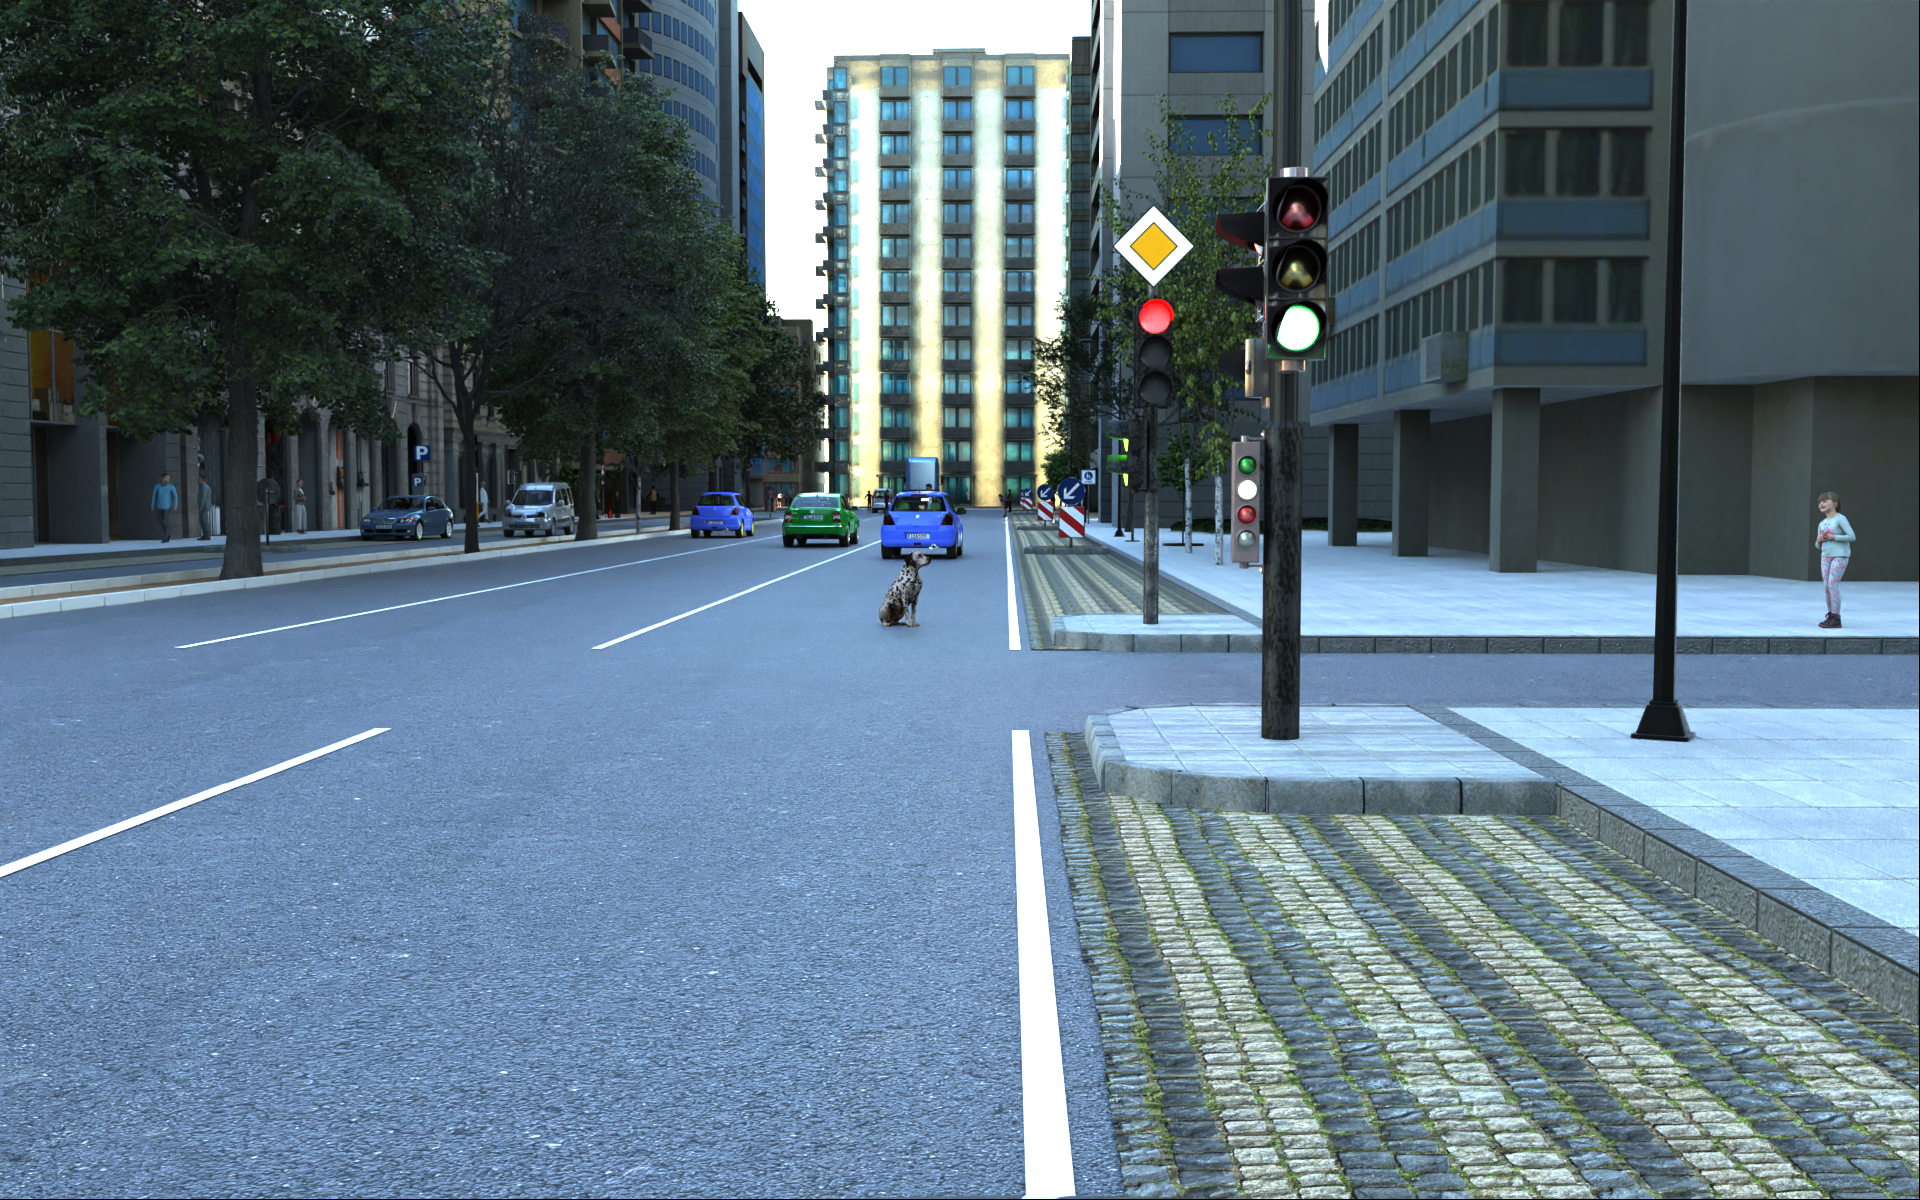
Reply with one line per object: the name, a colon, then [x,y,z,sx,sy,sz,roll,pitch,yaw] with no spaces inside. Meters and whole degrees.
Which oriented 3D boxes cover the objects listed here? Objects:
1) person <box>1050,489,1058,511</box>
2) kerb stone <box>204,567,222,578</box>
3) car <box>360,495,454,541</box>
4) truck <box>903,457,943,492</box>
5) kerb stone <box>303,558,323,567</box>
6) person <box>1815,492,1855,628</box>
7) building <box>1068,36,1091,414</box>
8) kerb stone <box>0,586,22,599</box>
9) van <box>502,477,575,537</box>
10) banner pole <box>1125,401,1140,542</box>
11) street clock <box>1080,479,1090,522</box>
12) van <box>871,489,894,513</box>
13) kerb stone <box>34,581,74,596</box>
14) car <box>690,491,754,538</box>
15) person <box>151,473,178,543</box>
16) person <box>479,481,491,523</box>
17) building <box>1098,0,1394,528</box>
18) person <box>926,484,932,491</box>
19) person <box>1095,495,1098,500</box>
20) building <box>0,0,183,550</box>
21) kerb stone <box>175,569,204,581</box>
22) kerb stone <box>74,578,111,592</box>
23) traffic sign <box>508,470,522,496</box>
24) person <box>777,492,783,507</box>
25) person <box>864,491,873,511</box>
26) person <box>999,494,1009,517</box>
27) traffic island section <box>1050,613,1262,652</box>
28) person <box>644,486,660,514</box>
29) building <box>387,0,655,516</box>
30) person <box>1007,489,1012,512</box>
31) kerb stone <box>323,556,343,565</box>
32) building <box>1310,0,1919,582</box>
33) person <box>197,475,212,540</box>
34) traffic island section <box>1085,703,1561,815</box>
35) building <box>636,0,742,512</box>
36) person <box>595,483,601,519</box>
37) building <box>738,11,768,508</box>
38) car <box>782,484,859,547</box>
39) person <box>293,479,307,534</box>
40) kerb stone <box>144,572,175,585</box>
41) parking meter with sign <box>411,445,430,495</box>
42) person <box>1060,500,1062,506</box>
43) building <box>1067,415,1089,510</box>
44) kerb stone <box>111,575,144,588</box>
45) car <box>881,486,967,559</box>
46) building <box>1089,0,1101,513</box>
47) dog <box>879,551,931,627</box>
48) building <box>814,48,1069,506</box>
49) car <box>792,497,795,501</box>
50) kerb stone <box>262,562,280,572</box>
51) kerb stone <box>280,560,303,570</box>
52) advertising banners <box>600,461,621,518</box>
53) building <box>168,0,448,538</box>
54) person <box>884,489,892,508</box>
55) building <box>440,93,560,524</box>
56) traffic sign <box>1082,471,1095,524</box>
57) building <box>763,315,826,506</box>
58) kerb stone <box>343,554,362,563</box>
person: [6.969,-7.546,130.131,1.217,1.735,0.721,-1,4,-10]
kerb stone: [-12.874,-0.466,29.820,0.120,0.150,1.000,0,4,1]
car: [-17.267,-2.585,54.262,2.014,1.417,4.499,0,4,2]
truck: [-2.784,-7.936,119.517,2.967,4.110,18.799,0,4,1]
kerb stone: [-12.773,-0.715,33.911,0.120,0.150,1.000,0,4,1]
person: [8.384,-0.387,16.654,0.394,1.301,0.425,-2,4,-33]
building: [16.899,-29.047,158.521,14.154,41.232,14.086,0,4,1]
kerb stone: [-13.036,-0.091,23.684,0.120,0.150,1.000,0,4,1]
van: [-14.329,-3.177,58.950,2.013,2.044,4.112,0,4,1]
banner pole: [4.672,-3.450,46.430,0.401,3.779,0.863,0,4,-3]
street clock: [5.598,-4.503,78.186,0.471,2.002,0.358,1,4,21]
van: [-5.794,-7.640,131.922,2.013,2.044,4.112,0,4,1]
kerb stone: [-13.006,-0.154,24.705,0.120,0.150,1.000,0,4,1]
car: [-7.879,-2.941,57.678,1.945,1.707,3.694,0,4,1]
person: [-20.873,-2.426,45.575,0.638,1.841,0.748,0,4,6]
person: [-20.830,-4.258,75.542,0.818,1.842,0.514,-2,4,-28]
building: [16.774,-32.707,76.758,21.231,58.520,28.212,0,4,1]
person: [-0.957,-2.978,57.536,0.623,1.781,0.721,0,4,4]
person: [8.242,-5.610,97.774,1.348,1.824,0.705,-1,4,-9]
building: [-27.761,-15.662,33.560,11.434,29.767,29.804,0,4,1]
kerb stone: [-12.899,-0.402,28.798,0.120,0.150,1.000,0,4,1]
kerb stone: [-12.975,-0.216,25.727,0.120,0.150,1.000,0,4,1]
traffic sign: [-18.612,-4.298,72.406,0.606,2.300,0.079,0,4,6]
person: [-17.471,-9.717,168.105,0.799,1.438,0.628,2,4,28]
person: [-7.835,-8.641,150.604,1.217,1.723,0.721,2,4,34]
person: [2.727,-5.889,108.011,0.697,1.427,0.421,-2,4,-25]
traffic island section: [1.908,0.315,17.129,2.009,0.180,2.903,0,4,1]
person: [-19.379,-6.308,109.266,0.705,1.812,1.348,2,4,33]
building: [-31.245,-27.663,106.911,22.147,44.769,28.867,0,4,1]
person: [3.884,-7.794,136.022,0.705,1.812,1.348,1,4,20]
kerb stone: [-12.747,-0.779,34.933,0.120,0.150,1.000,0,4,1]
building: [20.138,-20.831,32.467,23.993,40.220,32.217,0,4,1]
person: [-20.983,-2.566,48.089,0.391,1.810,0.635,-2,4,-27]
traffic island section: [1.702,0.803,9.147,2.009,0.180,2.903,0,4,1]
building: [-29.837,-36.291,135.352,21.231,58.520,28.212,0,4,1]
person: [-18.752,-5.102,89.375,0.656,1.842,0.836,2,4,26]
building: [-25.900,-31.167,159.690,14.200,45.320,14.600,0,4,1]
car: [-3.848,-2.416,48.305,1.959,1.807,4.718,0,4,2]
person: [-21.075,-2.984,55.384,0.362,1.759,0.519,0,4,5]
kerb stone: [-12.928,-0.340,27.776,0.120,0.150,1.000,0,4,1]
parking meter with sign: [-19.083,-3.962,61.046,0.543,3.016,1.738,0,4,-8]
person: [9.848,-9.939,168.181,0.705,1.869,1.348,0,4,-2]
building: [20.176,-50.250,134.266,22.319,86.520,31.000,0,4,1]
kerb stone: [-12.951,-0.278,26.754,0.120,0.150,1.000,0,4,1]
car: [-0.834,-1.831,39.534,1.945,1.707,3.694,0,4,3]
building: [19.353,-29.658,108.605,21.300,48.544,21.600,0,4,1]
dog: [-0.644,-0.129,18.947,0.513,0.831,0.800,-1,4,-13]
building: [-0.097,-34.819,188.893,30.456,49.044,23.786,0,4,1]
car: [-14.500,-8.931,158.602,1.945,1.354,3.894,0,4,2]
kerb stone: [-12.822,-0.592,31.867,0.120,0.150,1.000,0,4,1]
kerb stone: [-12.796,-0.654,32.889,0.120,0.150,1.000,0,4,1]
advertising banners: [-18.542,-5.848,91.805,0.090,3.025,2.074,1,4,19]
building: [-27.901,-13.416,61.150,13.314,21.916,24.055,0,4,1]
person: [-4.938,-6.736,119.077,0.568,1.767,0.683,0,4,-3]
building: [-26.051,-14.272,82.491,9.793,20.994,18.267,0,4,1]
traffic sign: [5.474,-4.384,73.814,0.606,2.300,0.079,0,4,7]
building: [-30.806,-21.253,192.529,28.899,21.520,27.650,0,4,1]
kerb stone: [-12.716,-0.842,35.955,0.120,0.150,1.000,0,4,1]
